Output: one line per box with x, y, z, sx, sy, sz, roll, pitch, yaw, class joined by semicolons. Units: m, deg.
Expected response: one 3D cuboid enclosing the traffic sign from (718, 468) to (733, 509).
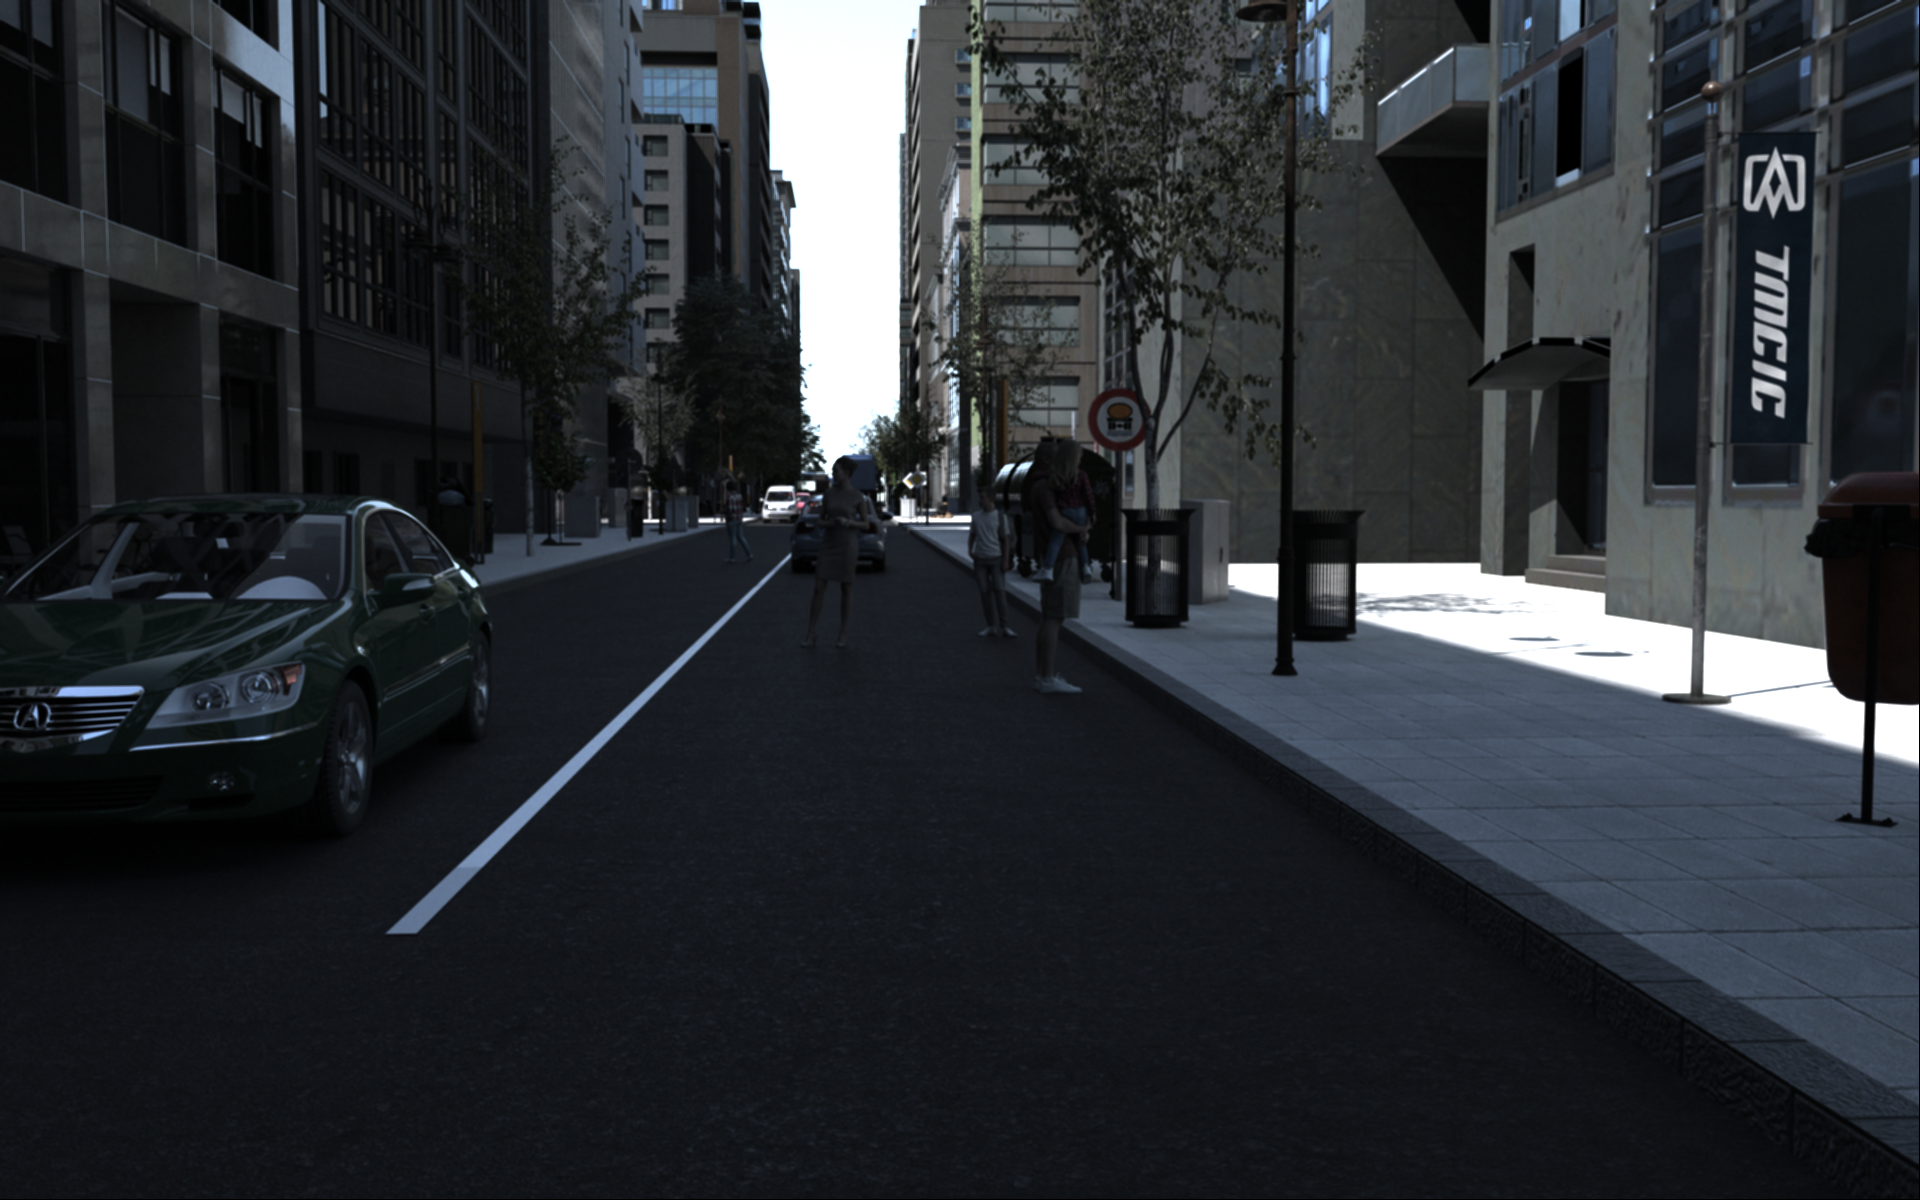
-11.424;-5.147;84.261;0.768;2.556;0.104;0;4;-2;traffic sign

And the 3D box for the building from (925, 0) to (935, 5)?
4.664;-45.841;187.749;20.563;71.187;20.611;0;4;-4;building

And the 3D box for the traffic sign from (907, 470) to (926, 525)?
-1.771;-4.147;71.453;0.795;2.450;0.064;0;4;-4;traffic sign

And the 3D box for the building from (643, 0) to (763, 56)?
-32.949;-54.485;203.497;22.319;86.520;31.000;0;4;-4;building

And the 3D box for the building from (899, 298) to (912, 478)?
-2.010;-29.573;255.220;14.160;30.474;14.107;0;4;-4;building

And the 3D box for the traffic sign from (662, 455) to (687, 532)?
-9.616;-3.557;58.166;0.884;2.594;0.081;0;4;4;traffic sign

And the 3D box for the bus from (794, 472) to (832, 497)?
-12.005;-8.985;141.764;2.948;3.499;13.247;0;4;-5;bus

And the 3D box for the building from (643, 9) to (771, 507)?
-30.659;-33.927;178.404;21.300;48.544;21.600;0;4;-4;building

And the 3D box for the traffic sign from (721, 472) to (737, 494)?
-10.542;-4.605;78.935;0.795;2.450;0.064;0;4;-4;traffic sign

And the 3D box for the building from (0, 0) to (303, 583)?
-19.522;-12.611;10.705;19.350;26.468;34.151;0;4;-4;building

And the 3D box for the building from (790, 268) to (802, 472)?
-35.168;-37.985;304.651;14.154;41.232;14.086;0;4;-4;building

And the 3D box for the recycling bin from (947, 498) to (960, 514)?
-0.418;-6.120;112.611;0.722;1.027;0.722;1;4;10;recycling bin

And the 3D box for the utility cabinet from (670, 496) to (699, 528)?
-10.408;-3.322;65.469;1.020;1.237;0.306;0;4;4;utility cabinet

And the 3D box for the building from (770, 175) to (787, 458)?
-36.902;-38.810;254.152;23.786;49.044;30.456;0;4;-4;building

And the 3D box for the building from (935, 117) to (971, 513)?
5.446;-20.816;126.241;13.634;28.700;20.117;0;4;-4;building

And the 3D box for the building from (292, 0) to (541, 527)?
-18.959;-15.063;39.782;14.314;27.812;24.014;0;4;-4;building

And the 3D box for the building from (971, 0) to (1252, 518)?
7.286;-23.088;61.083;14.154;41.232;14.086;0;4;-4;building

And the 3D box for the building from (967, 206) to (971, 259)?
12.749;-15.142;89.367;24.055;21.916;13.314;0;4;-4;building

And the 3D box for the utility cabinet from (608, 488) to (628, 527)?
-13.080;-3.523;66.285;0.318;1.500;1.173;1;4;12;utility cabinet

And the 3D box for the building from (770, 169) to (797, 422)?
-41.294;-42.424;282.871;28.713;52.752;27.495;0;4;-4;building

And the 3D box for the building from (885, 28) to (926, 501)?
-1.557;-60.228;297.406;22.319;86.520;31.000;0;4;-4;building

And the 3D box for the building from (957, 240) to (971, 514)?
5.654;-14.815;106.845;10.561;19.102;19.286;0;4;-4;building

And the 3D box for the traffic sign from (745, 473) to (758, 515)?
-12.834;-6.517;106.661;0.768;2.556;0.104;0;4;0;traffic sign

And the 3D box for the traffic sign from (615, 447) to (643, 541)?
-9.019;-2.880;47.195;0.768;2.556;0.104;0;4;1;traffic sign

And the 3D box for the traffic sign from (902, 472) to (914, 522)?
-2.262;-4.635;79.423;0.795;2.450;0.064;0;4;-4;traffic sign

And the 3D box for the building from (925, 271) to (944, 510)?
2.297;-18.124;145.476;9.793;20.994;18.267;0;4;-4;building

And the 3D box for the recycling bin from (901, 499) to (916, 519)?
-2.686;-4.758;90.349;0.722;1.027;0.722;0;4;6;recycling bin

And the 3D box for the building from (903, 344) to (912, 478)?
7.187;-22.577;214.175;27.650;21.520;28.899;0;4;-4;building

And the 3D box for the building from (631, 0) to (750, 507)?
-26.831;-31.216;160.493;14.600;45.320;14.200;0;4;-4;building

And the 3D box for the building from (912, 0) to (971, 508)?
6.348;-33.256;167.438;21.300;48.544;21.600;0;4;-4;building

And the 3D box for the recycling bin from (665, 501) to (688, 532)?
-9.615;-2.825;58.749;0.722;1.027;0.722;0;4;-6;recycling bin

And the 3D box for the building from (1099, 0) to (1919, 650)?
15.461;-43.553;24.772;22.319;86.520;31.000;0;4;-4;building

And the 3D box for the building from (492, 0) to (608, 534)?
-23.271;-14.818;60.305;19.932;24.808;12.078;0;4;-4;building

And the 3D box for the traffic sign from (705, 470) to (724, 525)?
-10.050;-4.118;70.965;0.795;2.450;0.064;0;4;-4;traffic sign

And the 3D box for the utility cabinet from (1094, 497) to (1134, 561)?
2.979;-1.374;33.635;0.306;1.237;1.020;3;4;37;utility cabinet

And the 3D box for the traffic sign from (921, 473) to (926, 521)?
-1.787;-4.821;80.949;0.606;2.300;0.079;0;4;0;traffic sign

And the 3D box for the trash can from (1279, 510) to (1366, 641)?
3.189;-0.222;15.279;0.748;1.137;0.748;0;3;0;trash can

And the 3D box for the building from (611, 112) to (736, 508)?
-24.986;-22.210;134.831;14.160;30.474;14.107;0;4;-4;building

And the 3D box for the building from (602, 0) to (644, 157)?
-32.508;-31.047;96.858;28.713;52.752;27.495;0;4;-4;building

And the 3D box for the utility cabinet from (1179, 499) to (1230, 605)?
2.908;-0.572;20.517;0.306;1.237;1.020;2;4;26;utility cabinet

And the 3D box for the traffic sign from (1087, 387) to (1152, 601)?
1.903;-1.261;20.729;0.768;2.556;0.104;0;4;1;traffic sign

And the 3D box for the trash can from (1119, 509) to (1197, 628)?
1.906;-0.310;16.728;0.748;1.137;0.748;0;3;0;trash can
